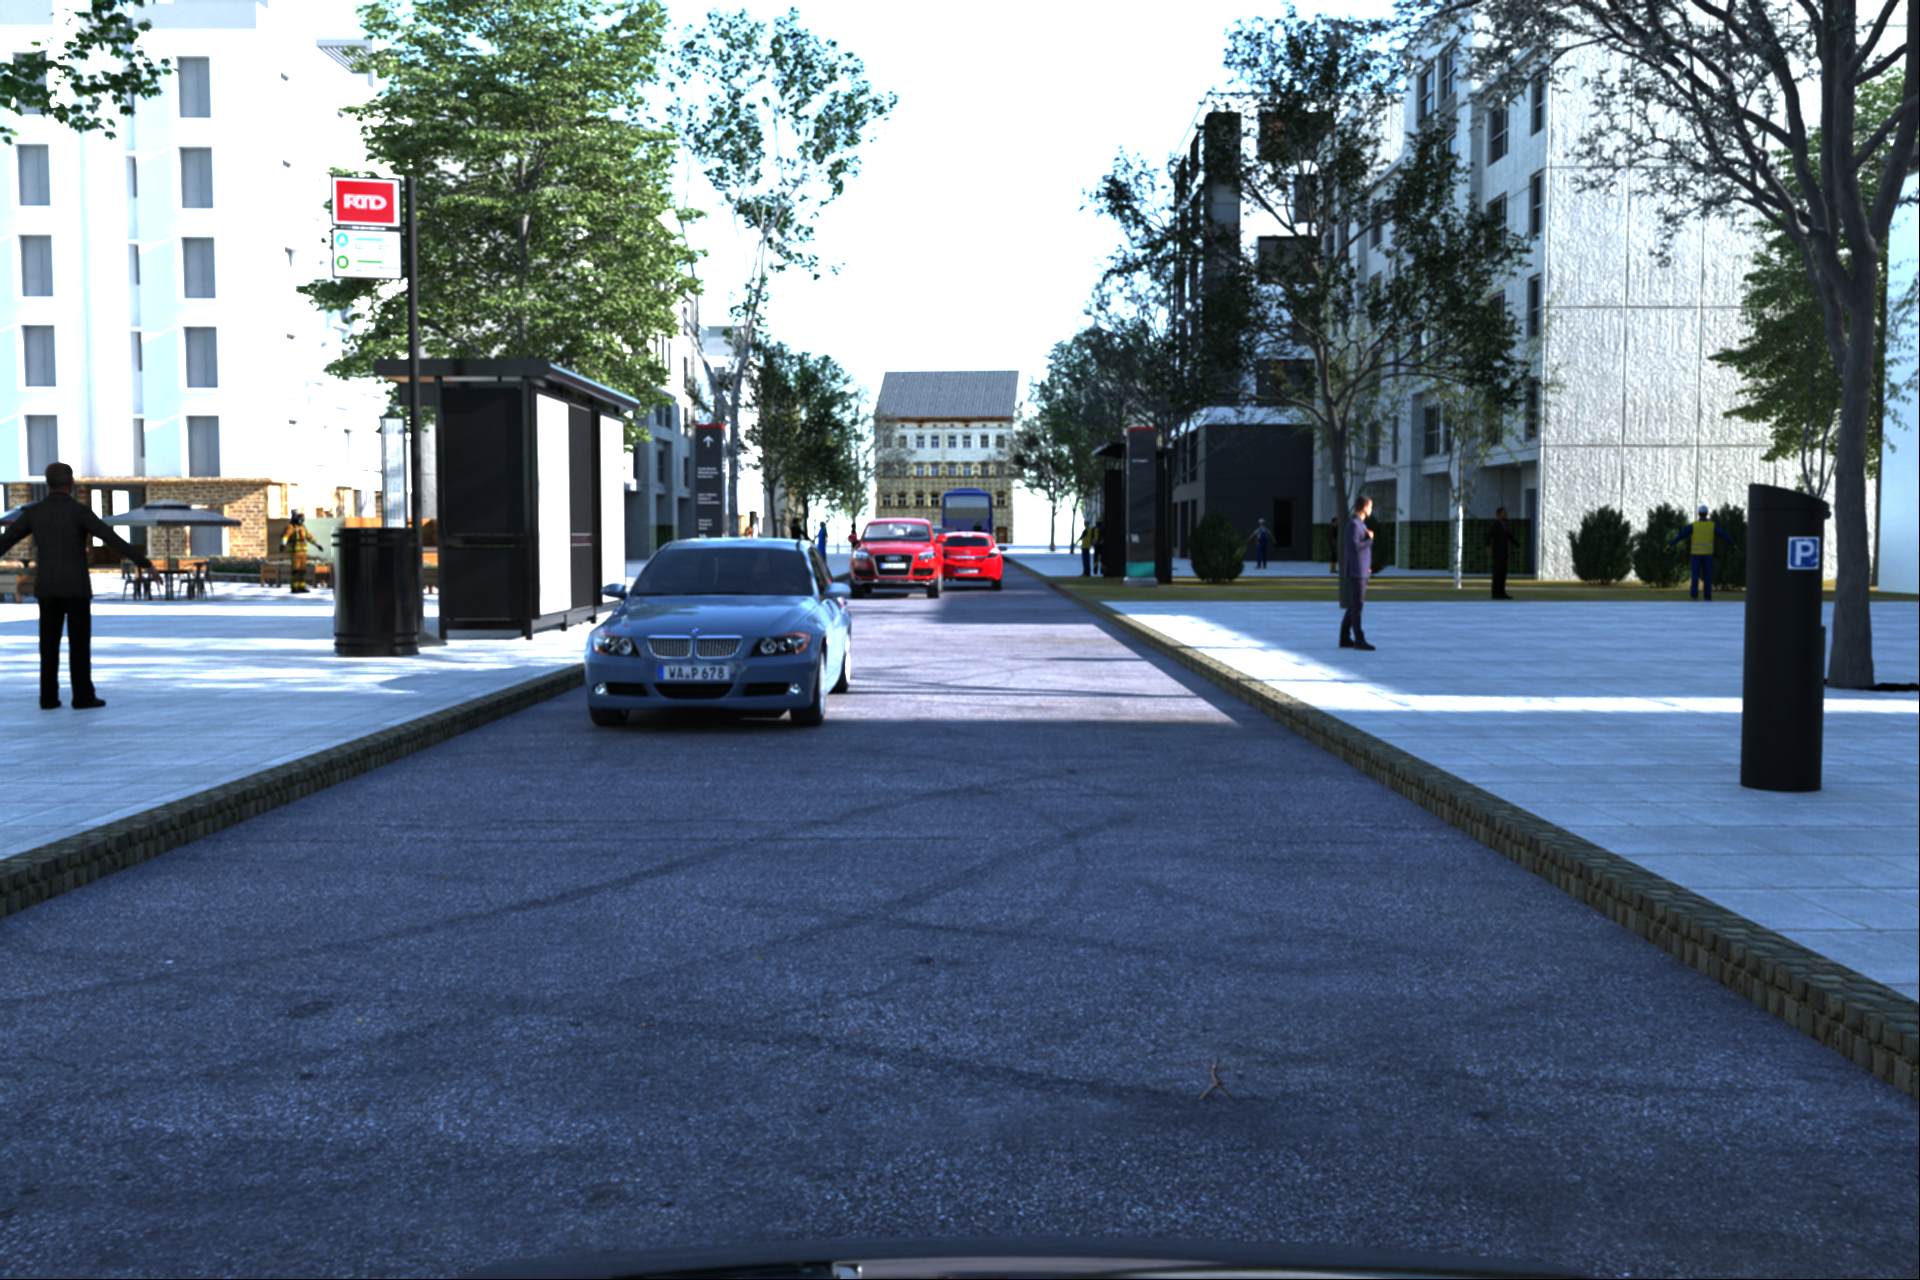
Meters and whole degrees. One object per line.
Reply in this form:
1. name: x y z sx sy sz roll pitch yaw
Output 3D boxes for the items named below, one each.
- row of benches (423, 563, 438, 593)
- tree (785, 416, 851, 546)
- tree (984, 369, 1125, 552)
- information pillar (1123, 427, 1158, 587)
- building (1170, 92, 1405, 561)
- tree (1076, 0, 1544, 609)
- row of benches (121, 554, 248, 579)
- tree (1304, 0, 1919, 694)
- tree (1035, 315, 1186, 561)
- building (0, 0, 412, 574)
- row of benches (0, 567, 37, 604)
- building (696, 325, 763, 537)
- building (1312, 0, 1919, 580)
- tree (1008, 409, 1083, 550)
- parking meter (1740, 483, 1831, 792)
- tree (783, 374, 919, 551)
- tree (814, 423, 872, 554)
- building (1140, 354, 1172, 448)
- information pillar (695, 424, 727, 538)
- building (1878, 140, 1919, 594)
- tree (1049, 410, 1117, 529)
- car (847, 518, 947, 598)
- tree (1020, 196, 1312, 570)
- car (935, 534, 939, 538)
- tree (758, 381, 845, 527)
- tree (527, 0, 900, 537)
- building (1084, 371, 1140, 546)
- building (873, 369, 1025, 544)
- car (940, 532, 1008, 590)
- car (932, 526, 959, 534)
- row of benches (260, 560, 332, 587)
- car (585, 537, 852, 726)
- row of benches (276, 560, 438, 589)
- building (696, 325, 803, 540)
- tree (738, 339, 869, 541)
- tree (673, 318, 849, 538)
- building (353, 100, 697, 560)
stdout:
1. row of benches: -11.072 -1.325 37.133 4.104 0.672 1.422 1 4 23
2. tree: -8.528 -9.262 101.798 4.737 8.622 4.395 0 3 0
3. tree: 6.853 -13.117 124.840 12.009 13.543 11.850 0 3 0
4. information pillar: 4.390 -3.226 42.119 0.750 3.857 0.750 0 4 -2
5. building: 25.522 -15.461 96.755 27.936 21.610 32.646 0 4 0
6. tree: 6.509 -5.840 29.891 8.767 10.594 7.601 -3 5 -39
7. row of benches: -22.950 -2.208 51.557 1.422 0.672 4.104 2 4 27
8. tree: 7.404 -6.352 14.218 12.009 13.543 11.850 0 3 0
9. tree: 7.106 -9.546 81.835 9.928 11.665 9.643 0 3 0
10. building: -26.928 -12.261 56.883 16.016 20.090 11.380 0 3 0
11. row of benches: -18.736 -1.068 32.921 4.104 0.672 1.422 2 4 30
12. building: -24.426 -18.427 157.707 16.016 20.090 11.380 0 3 0
13. building: 24.497 -12.034 63.213 16.747 18.905 31.486 0 4 0
14. tree: 7.481 -12.944 137.386 9.928 11.665 9.643 0 3 0
15. parking meter: 4.161 -0.020 8.739 0.372 1.533 0.369 0 3 0
16. tree: -7.917 -13.459 130.417 12.009 13.543 11.850 0 3 0
17. tree: -7.970 -10.019 114.177 4.737 8.622 4.395 0 3 0
18. building: 26.476 -19.950 157.114 19.493 23.208 18.063 0 4 0
19. information pillar: -5.909 -3.166 41.141 0.750 3.857 0.750 0 3 0
20. building: 24.856 -5.044 24.613 9.099 9.664 28.070 0 4 0
21. tree: 7.299 -9.118 99.434 4.360 8.622 3.978 0 3 0
22. car: -1.436 -1.935 40.317 2.281 1.827 5.304 0 4 0
23. tree: 7.419 -9.286 62.201 12.009 13.543 11.850 0 3 0
24. car: -1.230 -3.537 68.054 2.015 1.641 3.980 0 4 0
25. tree: -7.939 -8.173 83.992 4.737 8.622 4.395 0 3 0
26. tree: -8.843 -12.525 60.673 12.611 20.169 13.585 0 3 0
27. building: 22.672 -19.466 184.725 16.747 18.905 31.486 0 4 0
28. building: -1.079 -24.301 230.705 18.063 23.208 19.493 0 4 6
29. car: 0.185 -2.229 45.486 2.155 1.783 4.494 0 4 0
30. car: -0.842 -4.608 84.009 2.281 1.827 5.304 0 4 0
31. row of benches: -15.001 -1.659 42.582 4.104 0.672 1.422 0 4 -3
32. car: -1.882 -0.152 14.480 2.014 1.417 4.499 0 4 0
33. row of benches: -14.174 -1.560 40.964 4.104 0.672 1.422 1 4 13
34. building: -27.289 -21.871 188.516 19.493 23.208 18.063 0 4 0
35. tree: -8.319 -10.200 92.523 9.928 11.665 9.643 0 3 0
36. tree: -8.200 -8.560 74.364 7.601 10.594 8.767 1 4 16
37. building: -23.924 -13.465 86.608 16.747 18.905 31.486 0 3 0
